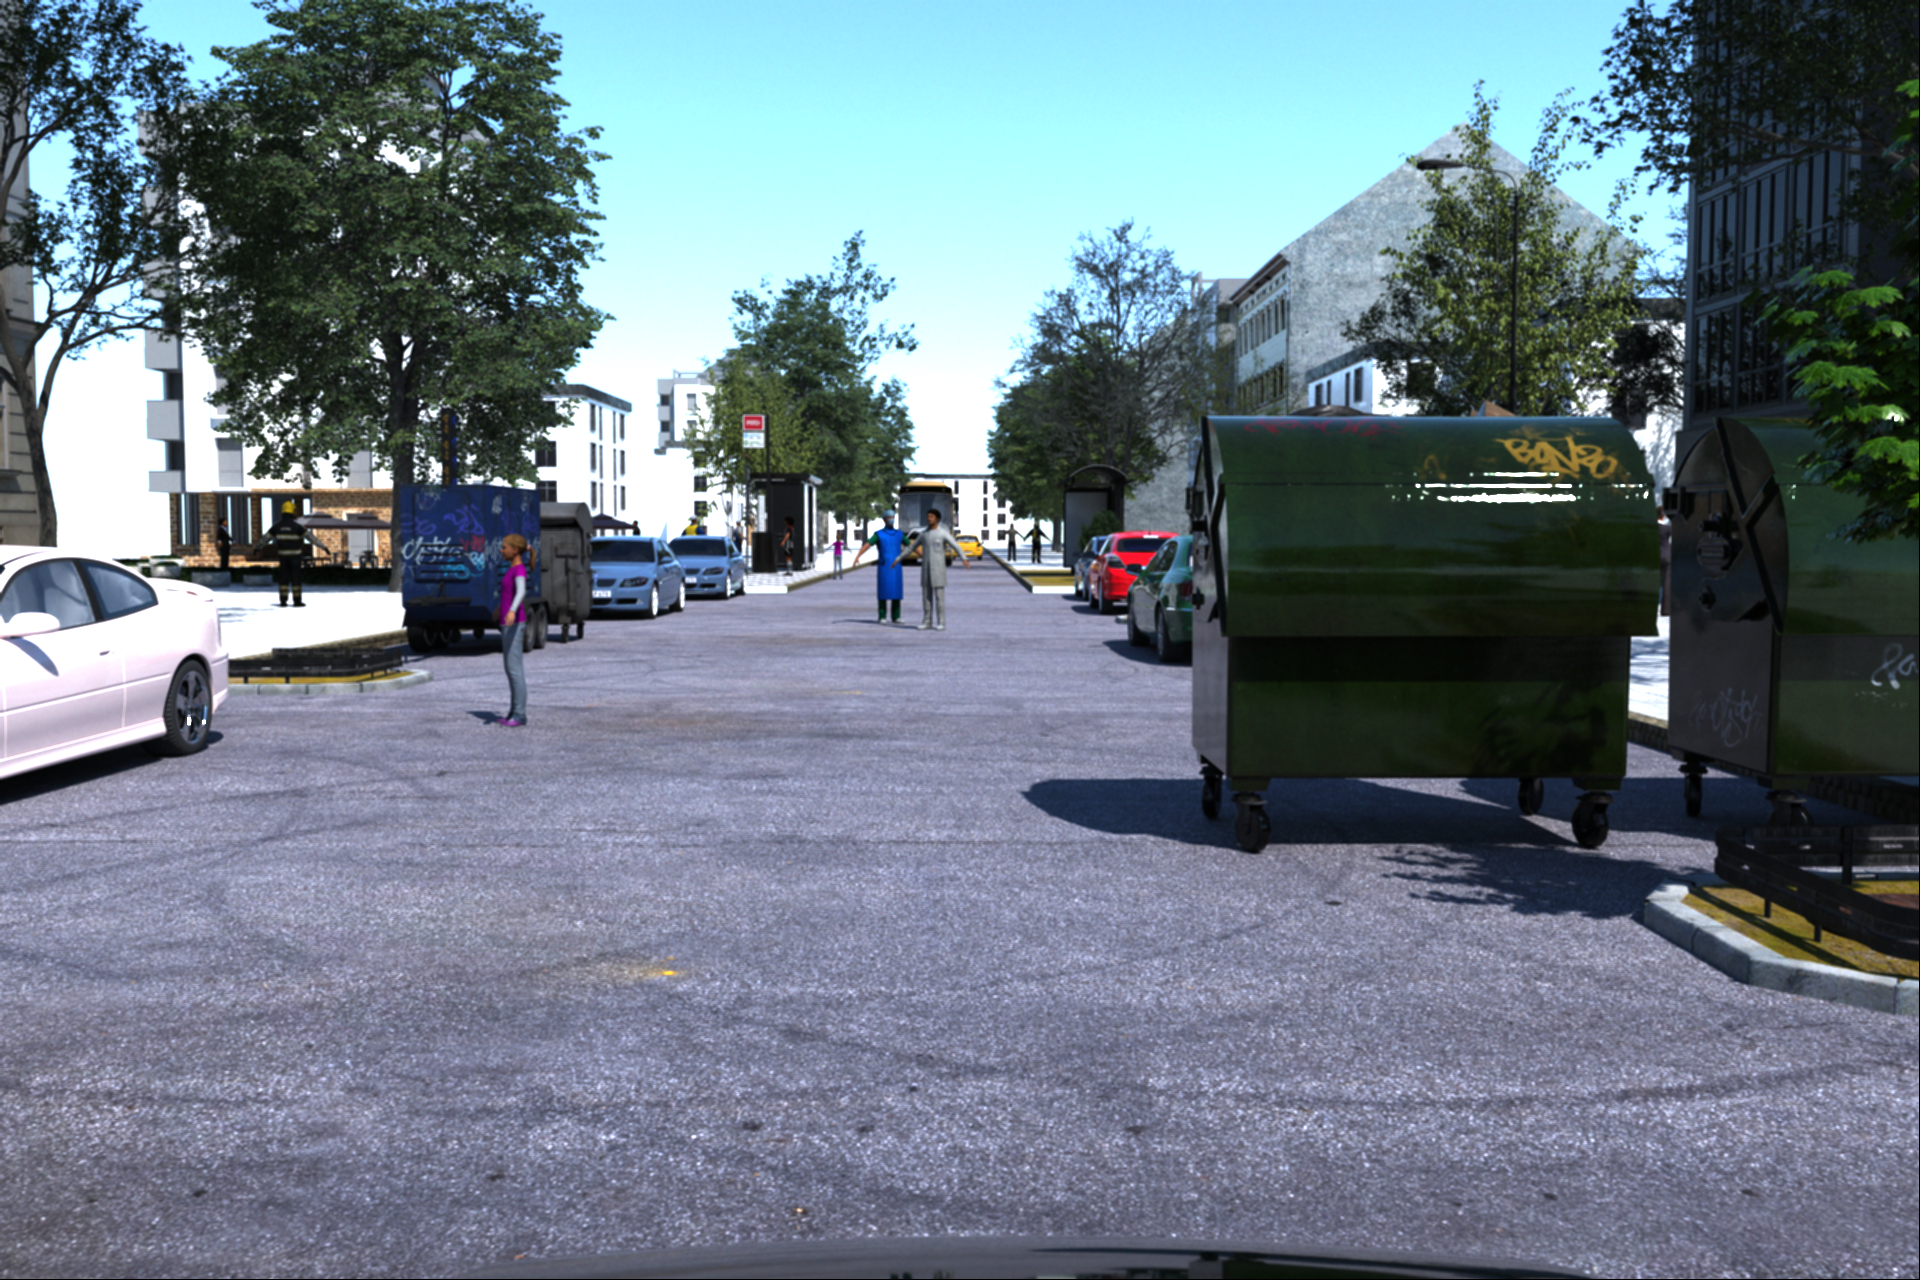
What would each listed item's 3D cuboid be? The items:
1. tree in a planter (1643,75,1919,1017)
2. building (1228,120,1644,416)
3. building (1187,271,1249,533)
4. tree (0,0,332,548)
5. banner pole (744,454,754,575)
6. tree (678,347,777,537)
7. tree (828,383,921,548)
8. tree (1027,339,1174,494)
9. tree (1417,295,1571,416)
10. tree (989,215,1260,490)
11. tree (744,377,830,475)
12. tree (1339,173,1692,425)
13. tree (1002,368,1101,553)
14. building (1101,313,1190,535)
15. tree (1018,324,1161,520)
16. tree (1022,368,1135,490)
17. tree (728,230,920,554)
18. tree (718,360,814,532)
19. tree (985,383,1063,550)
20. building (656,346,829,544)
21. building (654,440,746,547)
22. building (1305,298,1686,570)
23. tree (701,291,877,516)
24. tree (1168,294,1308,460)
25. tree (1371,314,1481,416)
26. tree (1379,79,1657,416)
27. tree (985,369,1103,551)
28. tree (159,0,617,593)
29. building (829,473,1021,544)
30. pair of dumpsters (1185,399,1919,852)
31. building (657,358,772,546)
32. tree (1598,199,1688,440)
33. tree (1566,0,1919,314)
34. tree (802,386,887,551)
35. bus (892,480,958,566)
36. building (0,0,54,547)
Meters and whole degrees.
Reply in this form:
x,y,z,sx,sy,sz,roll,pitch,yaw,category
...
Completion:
x,y,z,sx,sy,sz,roll,pitch,yaw,category
3.502,-0.529,5.875,1.991,3.239,1.994,0,4,1,tree in a planter
26.822,-16.559,101.672,19.493,23.208,18.063,0,4,0,building
21.797,-16.456,125.483,16.016,20.090,11.380,0,4,0,building
-12.192,-5.404,22.768,7.601,10.594,8.767,2,4,31,tree
-6.690,-3.953,54.653,0.401,3.779,0.863,0,4,2,banner pole
-9.284,-7.248,68.864,4.737,8.622,4.395,0,3,0,tree
-8.171,-14.701,147.011,9.857,13.997,8.962,0,3,0,tree
6.713,-9.106,83.296,7.601,10.594,8.767,-1,4,-21,tree
15.439,-6.152,50.955,4.737,8.622,4.395,0,3,0,tree
6.165,-9.623,67.708,12.009,13.543,11.850,0,3,0,tree
-8.339,-7.979,80.827,4.737,8.622,4.395,0,3,0,tree
14.018,-6.696,43.900,8.767,10.594,7.601,0,4,8,tree
6.679,-12.154,116.850,7.486,12.596,7.792,0,3,0,tree
23.004,-20.490,165.940,19.493,23.208,18.063,0,4,0,building
6.901,-10.667,92.526,7.486,12.596,7.792,0,3,0,tree
7.266,-10.844,103.058,9.928,11.665,9.643,0,3,0,tree
-8.543,-15.491,109.162,12.611,20.169,13.585,0,3,0,tree
-8.635,-7.593,74.509,4.737,8.622,4.395,0,3,0,tree
6.439,-14.449,142.901,9.857,13.997,8.962,0,3,0,tree
-25.961,-23.314,212.109,19.493,23.208,18.063,0,4,-1,building
-25.348,-13.893,169.293,9.099,9.664,28.070,0,4,1,building
22.419,-8.166,75.656,9.099,9.664,28.070,0,4,0,building
-8.938,-11.372,92.592,9.857,13.997,8.962,0,3,0,tree
8.010,-6.308,53.503,4.360,8.622,3.978,0,3,0,tree
16.038,-6.560,57.610,4.360,8.622,3.978,0,3,0,tree
9.206,-4.798,28.806,4.737,8.622,4.395,0,3,0,tree
6.974,-13.507,127.500,9.857,13.997,8.962,0,3,0,tree
-12.180,-8.025,37.870,9.857,13.997,8.962,0,3,0,tree
-5.476,-17.907,237.383,28.070,9.664,9.099,-1,4,-9,building
3.314,-0.205,8.295,4.436,2.255,1.574,0,4,-1,pair of dumpsters
-26.531,-20.252,187.531,16.016,20.090,11.380,0,3,0,building
24.998,-8.900,55.890,12.009,13.543,11.850,0,3,0,tree
9.130,-4.904,14.599,8.767,10.594,7.601,3,5,42,tree
-9.154,-13.102,132.340,7.486,12.596,7.792,0,3,0,tree
-1.547,-5.537,82.082,2.896,3.916,12.252,0,4,0,bus
-31.813,-12.183,31.212,16.112,23.069,30.059,0,4,1,building
